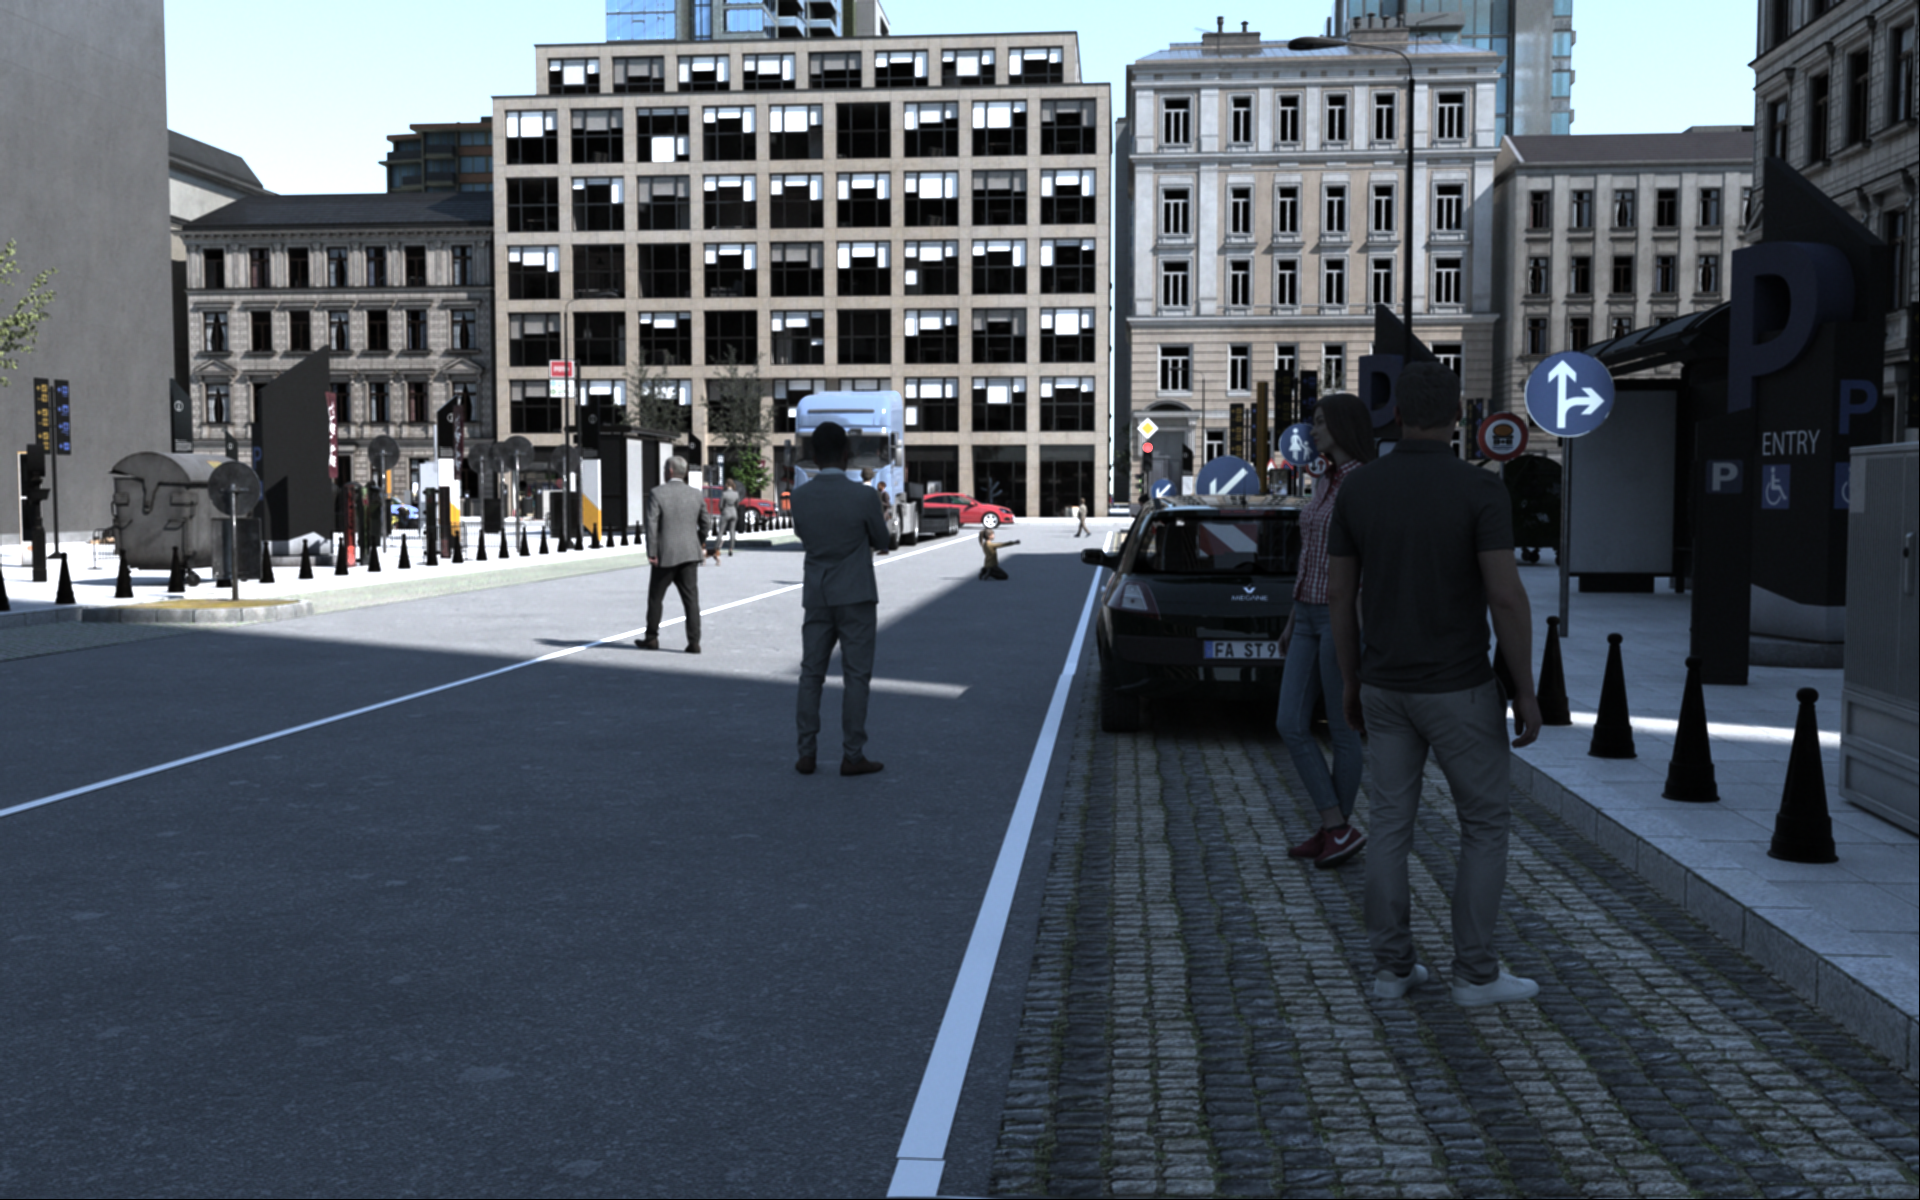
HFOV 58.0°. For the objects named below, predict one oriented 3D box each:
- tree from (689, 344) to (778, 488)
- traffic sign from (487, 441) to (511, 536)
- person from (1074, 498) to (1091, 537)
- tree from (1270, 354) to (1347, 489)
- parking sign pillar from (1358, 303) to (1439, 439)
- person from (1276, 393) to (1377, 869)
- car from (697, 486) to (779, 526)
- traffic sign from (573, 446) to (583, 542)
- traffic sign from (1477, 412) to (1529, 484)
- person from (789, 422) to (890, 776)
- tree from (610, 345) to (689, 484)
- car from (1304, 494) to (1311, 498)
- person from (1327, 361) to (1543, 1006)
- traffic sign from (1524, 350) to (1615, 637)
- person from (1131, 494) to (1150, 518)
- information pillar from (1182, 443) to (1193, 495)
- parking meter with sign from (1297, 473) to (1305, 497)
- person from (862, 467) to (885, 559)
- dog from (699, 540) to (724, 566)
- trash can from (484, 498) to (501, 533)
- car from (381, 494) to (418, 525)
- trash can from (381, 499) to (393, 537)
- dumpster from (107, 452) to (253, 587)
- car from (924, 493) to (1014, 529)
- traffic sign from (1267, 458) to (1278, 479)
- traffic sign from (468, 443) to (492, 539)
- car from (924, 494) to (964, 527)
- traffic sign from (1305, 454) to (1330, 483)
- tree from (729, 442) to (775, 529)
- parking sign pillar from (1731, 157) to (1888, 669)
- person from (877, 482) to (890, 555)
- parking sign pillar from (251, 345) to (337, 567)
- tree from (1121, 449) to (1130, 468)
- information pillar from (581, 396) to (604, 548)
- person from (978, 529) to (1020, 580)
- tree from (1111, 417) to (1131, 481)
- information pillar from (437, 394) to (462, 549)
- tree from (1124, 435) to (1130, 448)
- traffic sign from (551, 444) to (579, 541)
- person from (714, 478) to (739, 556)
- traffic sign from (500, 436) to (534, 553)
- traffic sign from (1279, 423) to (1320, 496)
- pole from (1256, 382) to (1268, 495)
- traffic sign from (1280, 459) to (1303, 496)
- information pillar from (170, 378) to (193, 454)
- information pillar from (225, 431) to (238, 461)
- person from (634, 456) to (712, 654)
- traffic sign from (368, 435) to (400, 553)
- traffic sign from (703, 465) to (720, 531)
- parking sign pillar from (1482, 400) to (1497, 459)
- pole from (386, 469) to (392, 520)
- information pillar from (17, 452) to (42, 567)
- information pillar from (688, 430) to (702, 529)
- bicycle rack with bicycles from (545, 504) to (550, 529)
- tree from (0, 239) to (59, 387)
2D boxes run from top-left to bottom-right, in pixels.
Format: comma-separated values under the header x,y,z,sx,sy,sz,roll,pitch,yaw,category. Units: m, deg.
x,y,z,sx,sy,sz,roll,pitch,yaw,category
-10.591,-8.198,84.407,4.360,8.622,3.978,0,3,0,tree
-11.082,-2.559,41.947,0.768,2.556,0.104,0,4,6,traffic sign
4.060,-2.738,57.542,0.640,1.303,0.475,1,4,21,person
18.419,-8.549,90.134,4.360,8.622,3.978,0,3,0,tree
6.043,-2.171,23.966,1.447,3.967,1.447,-1,4,-21,parking sign pillar
1.432,0.107,6.757,0.388,1.821,0.555,-2,4,-29,person
-10.885,-4.275,78.577,5.304,1.827,2.281,0,4,6,car
-10.091,-2.814,46.122,0.768,2.556,0.104,0,4,8,traffic sign
8.440,-1.644,26.986,0.768,2.556,0.104,1,4,13,traffic sign
-0.617,-0.018,8.968,0.511,1.800,0.466,0,4,5,person
-15.092,-8.243,85.129,4.360,8.622,3.978,0,3,0,tree
13.101,-3.411,67.560,4.920,1.459,2.131,0,4,4,car
1.362,0.226,4.932,0.434,1.807,0.598,-3,5,-40,person
5.420,-0.940,15.479,0.768,2.556,0.104,1,4,10,traffic sign
3.702,-1.288,32.755,0.628,1.438,0.799,3,5,43,person
10.396,-5.375,79.238,0.504,3.616,0.183,1,4,16,information pillar
12.245,-4.068,62.776,0.543,3.016,1.738,1,4,10,parking meter with sign
-1.504,-1.151,27.094,0.659,1.850,0.755,0,4,1,person
-4.995,-0.938,34.621,0.406,0.507,0.540,1,4,12,dog
-15.313,-2.751,56.627,0.748,1.137,0.748,0,3,0,trash can
-24.523,-3.864,72.770,3.694,1.707,1.945,0,4,5,car
-17.462,-2.481,52.212,0.748,1.137,0.748,0,3,0,trash can
-11.059,-1.156,24.663,1.264,1.857,1.865,0,4,5,dumpster
0.033,-3.872,72.340,4.494,1.783,2.155,0,4,5,car
11.204,-3.818,62.429,0.884,2.594,0.081,0,4,7,traffic sign
-12.008,-2.654,43.504,0.768,2.556,0.104,1,4,10,traffic sign
-1.496,-3.874,75.134,4.920,1.459,2.131,0,4,3,car
11.189,-3.314,54.293,0.768,2.556,0.104,0,4,7,traffic sign
-7.725,-4.280,64.572,1.663,3.219,1.824,0,3,0,tree
6.465,-1.519,13.304,1.447,3.967,1.447,-1,4,-9,parking sign pillar
-1.881,-1.929,40.862,0.431,1.722,0.655,0,4,-7,person
-11.956,-2.601,31.001,1.447,3.967,1.447,3,5,41,parking sign pillar
22.254,-16.022,196.373,8.767,10.594,7.601,-1,4,-11,tree
-8.792,-3.058,41.356,0.504,3.616,0.183,1,4,23,information pillar
0.634,-0.767,28.968,0.695,0.859,0.347,-2,4,-26,person
20.003,-15.453,169.670,9.611,12.733,9.660,0,3,0,tree
-11.985,-3.014,40.634,0.504,3.616,0.183,-2,4,-34,information pillar
20.929,-15.791,183.943,9.928,11.665,9.643,0,3,0,tree
-10.148,-2.712,44.446,0.768,2.556,0.104,1,4,13,traffic sign
-5.423,-1.908,39.977,0.573,1.790,0.520,3,4,37,person
-9.658,-2.305,37.791,0.768,2.556,0.104,0,4,7,traffic sign
6.091,-1.891,31.031,0.768,2.556,0.104,0,4,8,traffic sign
5.498,-2.306,31.552,0.158,3.312,0.155,0,3,0,pole
11.263,-3.592,58.834,0.768,2.556,0.104,1,4,9,traffic sign
-15.792,-2.680,35.167,0.183,3.616,0.504,1,4,23,information pillar
-27.069,-4.469,64.423,0.183,3.616,0.504,2,4,28,information pillar
-2.638,-0.422,15.805,0.661,1.777,0.834,-3,5,-42,person
-12.470,-2.285,37.463,0.768,2.556,0.104,1,4,13,traffic sign
-8.730,-3.590,60.825,0.606,2.300,0.079,1,4,12,traffic sign
14.923,-3.692,48.831,1.447,3.967,1.447,0,4,5,parking sign pillar
-21.506,-4.362,65.160,0.158,3.312,0.155,0,3,0,pole
-16.303,-1.583,30.377,0.304,2.012,0.304,-1,4,-19,information pillar
-9.778,-4.432,63.822,0.504,3.616,0.183,-1,4,-17,information pillar
-14.022,-3.042,63.112,2.852,0.926,2.925,2,4,27,bicycle rack with bicycles
-21.389,-5.235,35.950,4.737,8.622,4.395,0,3,0,tree
